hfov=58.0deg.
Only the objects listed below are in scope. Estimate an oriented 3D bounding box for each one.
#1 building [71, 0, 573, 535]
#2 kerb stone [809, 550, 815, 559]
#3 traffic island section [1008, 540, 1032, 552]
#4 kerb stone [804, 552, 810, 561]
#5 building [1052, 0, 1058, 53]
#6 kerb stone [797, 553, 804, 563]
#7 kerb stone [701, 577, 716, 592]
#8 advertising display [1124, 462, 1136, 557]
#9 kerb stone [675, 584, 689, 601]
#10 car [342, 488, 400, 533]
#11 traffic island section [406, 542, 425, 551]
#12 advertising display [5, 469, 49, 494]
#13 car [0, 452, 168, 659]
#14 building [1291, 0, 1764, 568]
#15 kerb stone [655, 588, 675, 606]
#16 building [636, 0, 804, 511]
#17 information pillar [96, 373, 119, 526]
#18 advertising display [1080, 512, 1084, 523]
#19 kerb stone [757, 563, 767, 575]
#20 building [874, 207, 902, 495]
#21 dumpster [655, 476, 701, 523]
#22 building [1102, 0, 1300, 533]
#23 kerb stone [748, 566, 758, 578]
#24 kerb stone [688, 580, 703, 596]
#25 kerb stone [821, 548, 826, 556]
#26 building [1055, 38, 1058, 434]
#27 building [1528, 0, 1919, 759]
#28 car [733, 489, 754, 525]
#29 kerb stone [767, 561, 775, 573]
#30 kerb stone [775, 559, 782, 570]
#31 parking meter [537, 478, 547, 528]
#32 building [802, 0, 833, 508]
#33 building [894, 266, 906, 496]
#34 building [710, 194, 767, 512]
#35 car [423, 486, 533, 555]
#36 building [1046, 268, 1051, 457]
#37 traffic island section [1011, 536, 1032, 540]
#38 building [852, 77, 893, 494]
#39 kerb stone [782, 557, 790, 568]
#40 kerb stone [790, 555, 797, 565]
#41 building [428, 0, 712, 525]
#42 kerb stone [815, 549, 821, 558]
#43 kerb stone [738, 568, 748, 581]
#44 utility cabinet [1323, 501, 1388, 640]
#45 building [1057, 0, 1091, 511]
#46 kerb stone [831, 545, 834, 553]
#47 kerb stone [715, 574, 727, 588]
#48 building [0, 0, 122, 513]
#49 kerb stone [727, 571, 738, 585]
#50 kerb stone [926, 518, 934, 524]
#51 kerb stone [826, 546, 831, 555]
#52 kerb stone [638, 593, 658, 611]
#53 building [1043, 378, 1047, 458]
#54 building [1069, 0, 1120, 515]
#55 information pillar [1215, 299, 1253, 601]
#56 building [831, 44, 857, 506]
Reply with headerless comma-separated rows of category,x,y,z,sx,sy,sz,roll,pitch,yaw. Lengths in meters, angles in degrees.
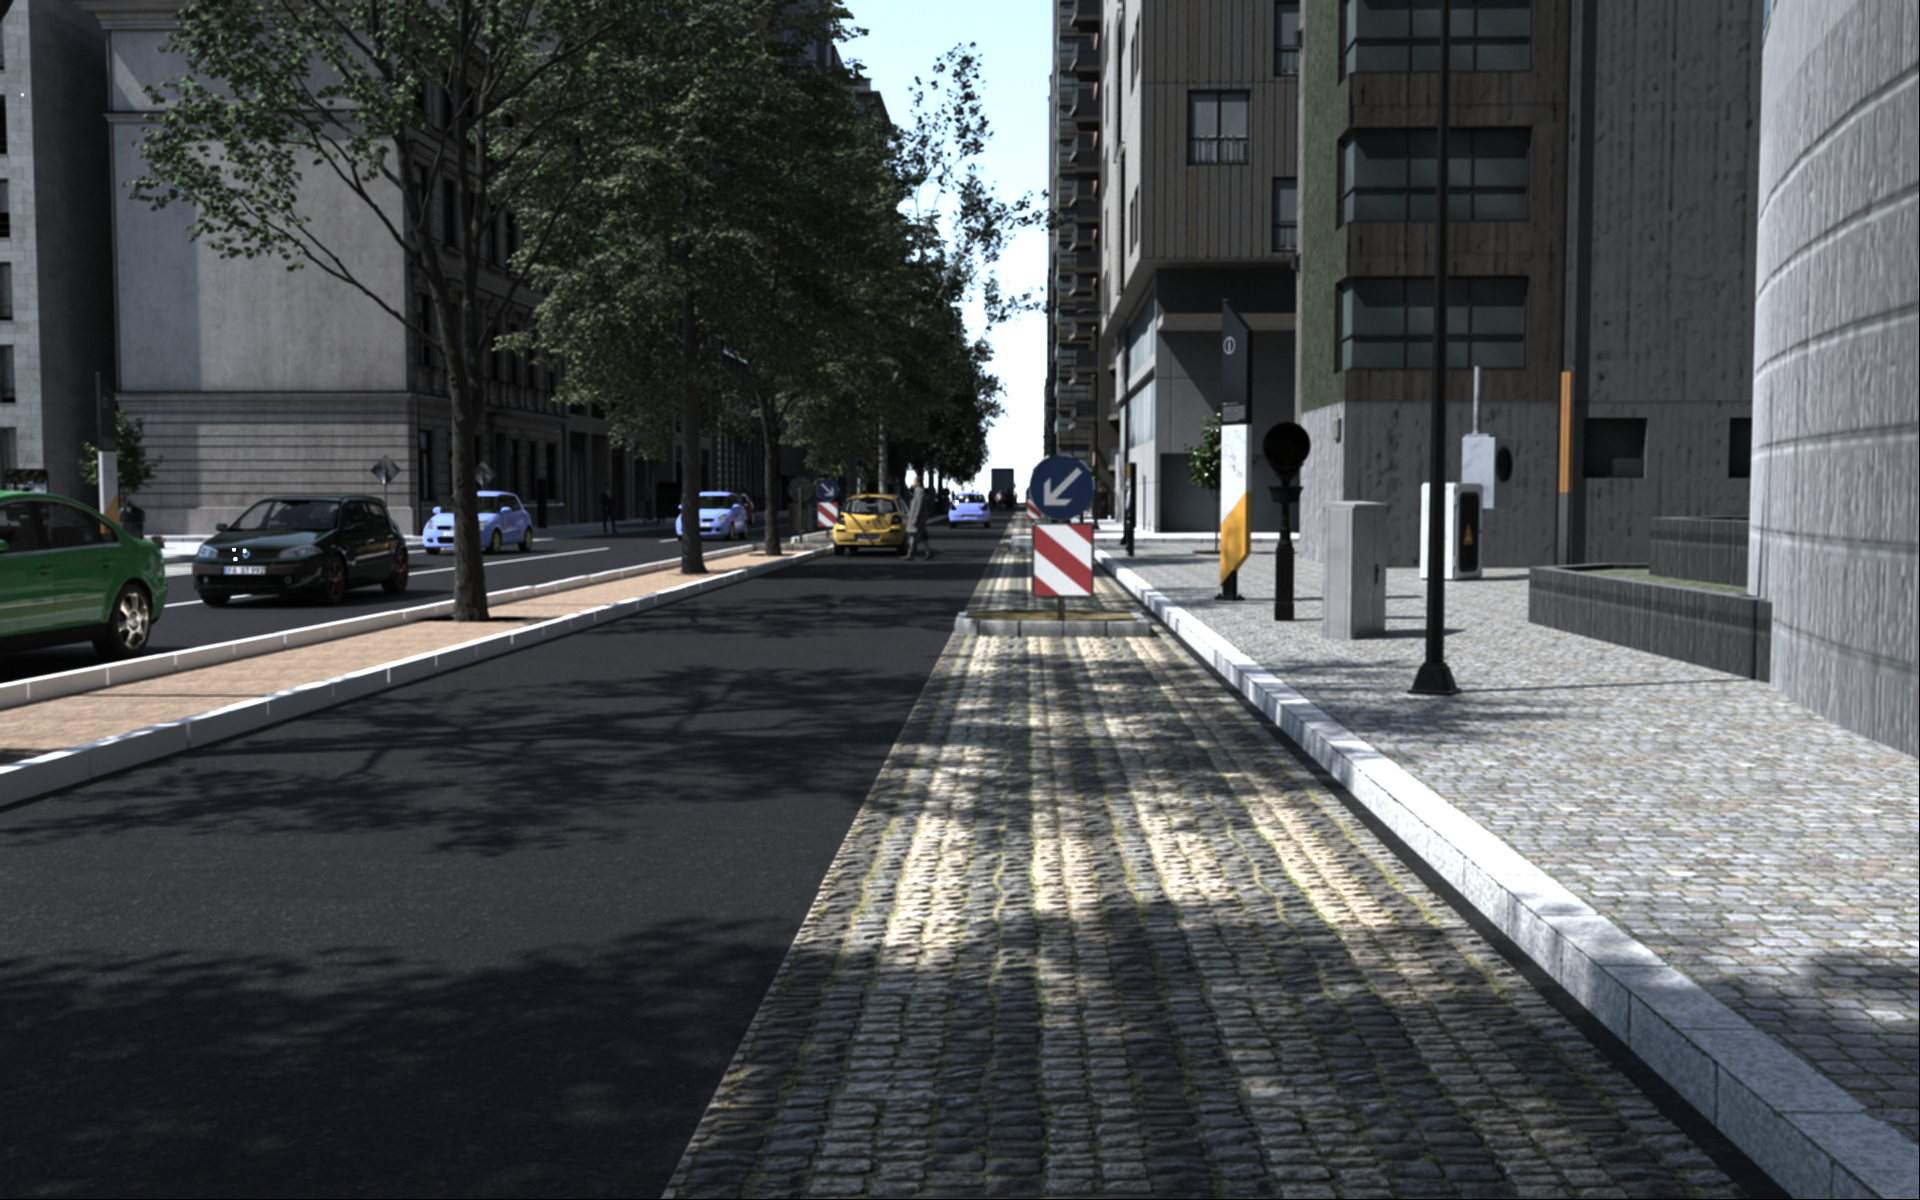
building,-21.319,-12.092,62.331,10.561,19.102,19.286,0,4,2
kerb stone,-3.345,-0.956,37.883,0.120,0.150,1.000,0,4,2
traffic island section,2.231,-1.319,43.852,2.009,0.180,2.903,0,4,2
kerb stone,-3.379,-0.897,36.861,0.120,0.150,1.000,0,4,2
building,20.396,-39.475,187.408,21.231,58.520,28.212,0,4,2
kerb stone,-3.414,-0.834,35.839,0.120,0.150,1.000,0,4,2
kerb stone,-3.800,-0.209,25.617,0.120,0.150,1.000,0,4,2
advertising display,3.518,-1.870,35.786,0.123,1.923,0.974,0,4,-2
kerb stone,-3.879,-0.077,23.574,0.120,0.150,1.000,0,4,2
car,-12.050,-1.418,32.979,2.009,1.686,4.222,0,4,1
traffic island section,-14.748,-1.358,44.492,2.009,0.180,2.903,0,4,2
advertising display,-23.979,-2.405,44.543,0.974,1.923,0.123,-2,4,-29
car,-8.120,-0.301,13.721,1.959,1.807,4.718,0,4,2
building,13.913,-16.149,35.737,14.160,30.474,14.107,0,4,2
kerb stone,-3.910,-0.021,22.547,0.120,0.150,1.000,0,4,2
building,-19.945,-29.613,134.291,14.600,45.320,14.200,0,4,2
information pillar,-16.617,-2.594,33.763,0.183,3.616,0.504,0,4,8
advertising display,4.441,-3.547,63.215,0.123,1.923,0.974,0,3,0
kerb stone,-3.602,-0.522,30.726,0.120,0.150,1.000,0,4,2
building,-19.882,-36.625,253.448,22.147,44.769,28.867,0,4,2
dumpster,-13.191,-4.654,81.045,1.985,2.255,1.502,0,4,3
building,19.064,-29.165,66.085,27.495,52.752,28.713,0,4,2
kerb stone,-3.645,-0.457,29.704,0.120,0.150,1.000,0,4,2
kerb stone,-3.842,-0.146,24.596,0.120,0.150,1.000,0,4,2
kerb stone,-3.265,-1.085,39.928,0.120,0.150,1.000,0,4,2
building,19.983,-32.954,158.413,23.786,49.044,30.456,0,4,2
building,14.899,-28.269,4.205,21.231,58.520,28.212,0,4,2
car,-10.602,-4.306,79.450,2.155,1.783,4.494,0,4,3
kerb stone,-3.570,-0.584,31.747,0.120,0.150,1.000,0,4,2
kerb stone,-3.540,-0.642,32.770,0.120,0.150,1.000,0,4,2
parking meter,-15.635,-3.612,64.762,0.255,1.863,0.399,-2,4,-31
building,-23.496,-37.505,155.202,21.231,58.520,28.212,0,4,2
building,-16.105,-36.213,275.684,14.154,41.232,14.086,0,4,2
building,-19.547,-17.652,117.488,11.050,23.489,19.941,0,4,2
car,-11.708,-1.990,42.121,1.945,1.707,3.694,0,4,4
building,18.095,-27.522,221.687,14.160,30.474,14.107,0,4,2
traffic island section,2.531,-1.807,51.831,2.009,0.180,2.903,0,4,2
building,-23.494,-38.850,224.439,28.713,52.752,27.495,0,4,2
kerb stone,-3.488,-0.705,33.796,0.120,0.150,1.000,0,4,2
kerb stone,-3.459,-0.768,34.818,0.120,0.150,1.000,0,4,2
building,-25.476,-17.415,89.248,19.350,26.468,34.151,0,4,2
kerb stone,-3.302,-1.022,38.906,0.120,0.150,1.000,0,4,2
kerb stone,-3.686,-0.397,28.682,0.120,0.150,1.000,0,4,2
utility cabinet,3.589,-0.277,15.689,0.306,1.237,1.020,2,4,30
building,14.656,-27.686,136.266,14.154,41.232,14.086,0,4,2
kerb stone,-3.184,-1.200,41.981,0.120,0.150,1.000,0,4,2
kerb stone,-3.768,-0.272,26.639,0.120,0.150,1.000,0,4,2
building,-36.020,-12.406,57.590,16.860,20.320,10.420,0,4,2
kerb stone,-3.728,-0.330,27.661,0.120,0.150,1.000,0,4,2
kerb stone,-1.512,-3.937,86.573,0.120,0.150,1.000,0,4,2
kerb stone,-3.226,-1.142,40.950,0.120,0.150,1.000,0,4,2
kerb stone,-3.952,0.046,21.520,0.120,0.150,1.000,0,4,2
building,27.020,-26.086,271.549,27.650,21.520,28.899,0,4,2
building,18.284,-27.935,111.369,22.147,44.769,28.867,0,4,2
information pillar,3.302,-1.798,20.757,0.183,3.616,0.504,-2,4,-30
building,-22.423,-34.074,180.815,21.300,48.544,21.600,0,4,2
